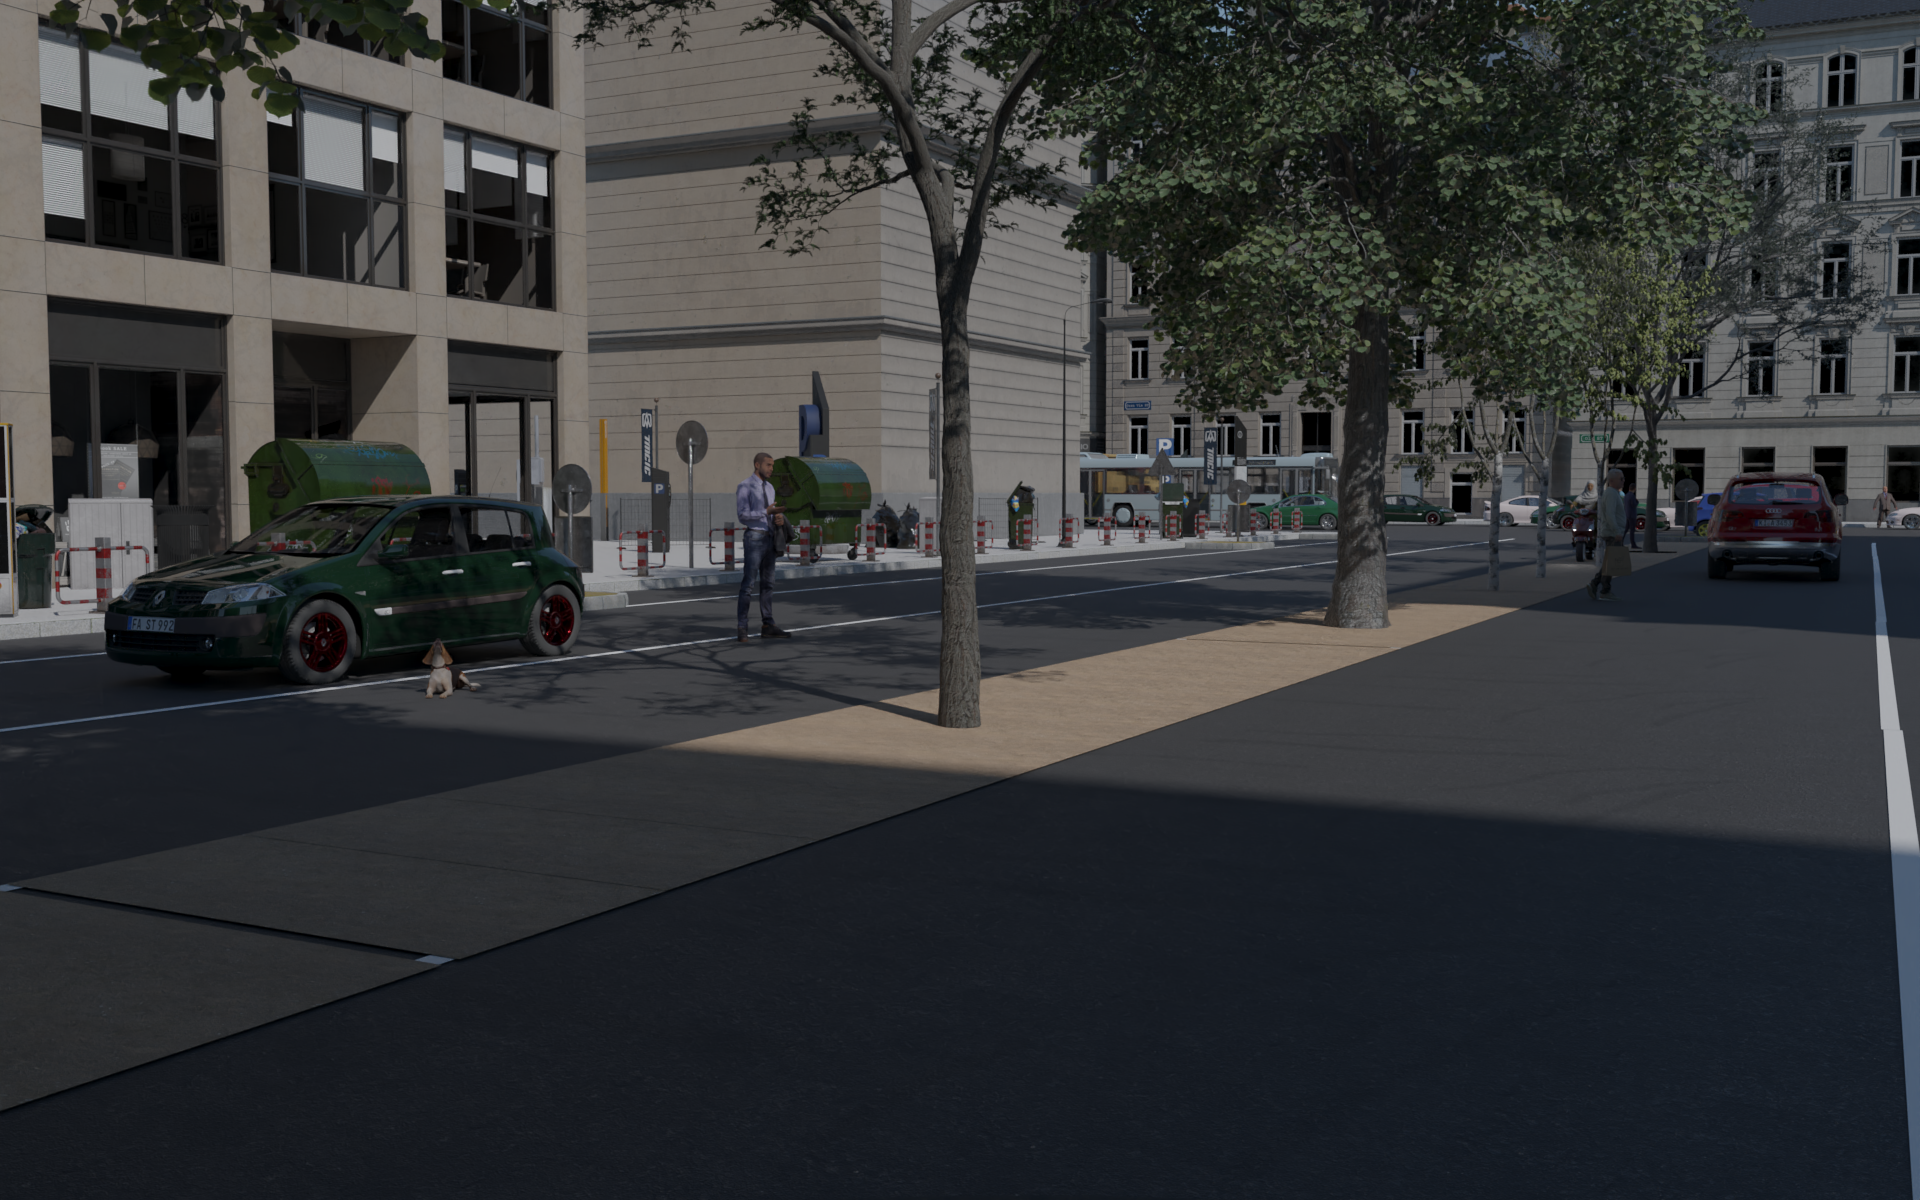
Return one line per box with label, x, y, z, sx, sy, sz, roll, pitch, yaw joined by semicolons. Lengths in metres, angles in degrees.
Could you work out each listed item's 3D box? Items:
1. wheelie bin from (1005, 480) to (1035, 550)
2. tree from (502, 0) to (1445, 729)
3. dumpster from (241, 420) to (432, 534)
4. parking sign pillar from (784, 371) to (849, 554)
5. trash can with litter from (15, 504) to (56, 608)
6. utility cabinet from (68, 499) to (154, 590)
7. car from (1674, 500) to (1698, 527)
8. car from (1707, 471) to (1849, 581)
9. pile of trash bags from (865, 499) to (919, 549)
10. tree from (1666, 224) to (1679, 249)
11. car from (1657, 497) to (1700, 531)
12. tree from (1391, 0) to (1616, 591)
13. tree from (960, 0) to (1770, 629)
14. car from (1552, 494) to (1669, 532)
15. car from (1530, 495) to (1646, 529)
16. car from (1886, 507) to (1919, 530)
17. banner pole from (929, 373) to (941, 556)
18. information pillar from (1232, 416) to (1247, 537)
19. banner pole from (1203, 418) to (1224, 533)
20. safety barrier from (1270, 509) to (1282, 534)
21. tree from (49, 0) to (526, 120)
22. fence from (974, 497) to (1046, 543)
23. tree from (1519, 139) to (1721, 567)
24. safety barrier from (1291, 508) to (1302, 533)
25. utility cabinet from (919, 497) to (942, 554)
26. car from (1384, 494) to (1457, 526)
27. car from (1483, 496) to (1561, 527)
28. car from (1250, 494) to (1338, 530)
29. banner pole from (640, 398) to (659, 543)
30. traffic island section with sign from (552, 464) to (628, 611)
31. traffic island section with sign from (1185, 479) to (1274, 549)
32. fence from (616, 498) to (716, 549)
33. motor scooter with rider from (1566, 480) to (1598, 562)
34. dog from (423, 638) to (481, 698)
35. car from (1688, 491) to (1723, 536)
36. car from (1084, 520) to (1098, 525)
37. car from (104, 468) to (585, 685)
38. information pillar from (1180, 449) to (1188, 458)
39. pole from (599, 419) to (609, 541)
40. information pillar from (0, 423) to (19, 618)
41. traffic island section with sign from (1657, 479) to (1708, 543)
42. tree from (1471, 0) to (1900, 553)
wheelie bin;1.411;-1.979;40.262;0.693;1.594;0.980;0;4;0
tree;0.180;-4.511;10.629;8.767;10.594;7.601;2;4;28
dumpster;-8.149;-1.232;22.632;1.502;2.255;1.985;2;4;28
parking sign pillar;-3.134;-2.991;37.374;1.447;3.967;1.447;-1;4;-15
trash can with litter;-10.680;-0.496;19.504;1.055;1.170;0.624;2;4;32
utility cabinet;-11.526;-0.757;23.534;1.020;1.237;0.306;-2;4;-28
car;28.589;-3.285;62.377;5.304;1.827;2.281;2;4;29
car;14.285;-1.325;30.333;2.281;1.827;5.304;2;4;26
pile of trash bags;-0.766;-1.901;40.834;1.912;1.369;3.447;-2;4;-34
tree;10.013;-4.691;29.526;4.360;8.622;3.978;0;3;0
car;28.732;-3.341;66.989;4.827;1.381;2.083;2;4;29
tree;7.982;-4.449;25.562;4.360;8.622;3.978;0;3;0
tree;4.311;-6.679;18.314;9.857;13.997;8.962;0;3;0
car;24.910;-3.460;66.357;4.222;1.686;2.009;2;4;29
car;25.956;-3.627;71.099;4.920;1.459;2.131;2;4;27
car;39.849;-3.489;69.402;4.827;1.381;2.083;2;4;29
banner pole;-0.525;-2.816;36.056;0.401;3.779;0.863;-1;4;-18
information pillar;8.392;-3.701;51.869;0.504;3.616;0.183;-3;5;-42
banner pole;8.388;-4.096;56.992;0.863;3.779;0.401;2;4;30
safety barrier;10.093;-2.510;55.320;0.300;0.817;1.120;2;4;28
tree;-3.244;-5.086;3.746;7.486;12.596;7.792;0;3;0
fence;1.280;-2.145;46.275;2.264;1.192;0.480;3;5;43
tree;12.479;-4.933;33.474;4.737;8.622;4.395;0;3;0
safety barrier;11.160;-2.635;57.361;0.300;0.817;1.120;2;4;28
utility cabinet;-0.378;-1.576;36.935;1.020;1.237;0.306;2;4;33
car;20.523;-4.241;79.130;4.222;1.686;2.009;2;4;26
car;25.384;-3.875;75.711;4.827;1.381;2.083;2;4;29
car;13.759;-3.553;69.897;4.920;1.459;2.131;2;4;28
banner pole;-7.996;-3.356;44.881;0.401;3.779;0.863;2;4;29
traffic island section with sign;-5.329;-0.815;21.954;1.989;1.847;2.006;2;4;28
traffic island section with sign;7.240;-2.279;45.882;1.989;1.847;2.006;2;4;28
fence;-6.909;-1.804;40.701;2.264;1.192;0.480;-1;4;-18
motor scooter with rider;13.353;-1.714;36.996;0.876;1.779;1.986;2;4;27
dog;-3.641;0.470;12.511;0.550;0.427;0.748;3;4;39
car;24.673;-2.712;53.928;3.694;1.707;1.945;2;4;26
car;4.529;-4.380;80.656;4.494;1.783;2.155;2;4;29
car;-4.937;-0.285;14.453;2.009;1.686;4.222;2;4;28
information pillar;11.736;-6.087;90.871;0.183;3.616;0.504;-3;5;-45
pole;-9.675;-3.256;47.077;0.158;3.312;0.155;0;3;0
information pillar;-9.999;-0.825;17.988;0.304;2.012;0.304;-1;4;-20
traffic island section with sign;21.729;-2.681;51.973;2.006;1.907;1.989;2;4;28
tree;16.730;-7.871;41.523;12.009;13.543;11.850;0;3;0
